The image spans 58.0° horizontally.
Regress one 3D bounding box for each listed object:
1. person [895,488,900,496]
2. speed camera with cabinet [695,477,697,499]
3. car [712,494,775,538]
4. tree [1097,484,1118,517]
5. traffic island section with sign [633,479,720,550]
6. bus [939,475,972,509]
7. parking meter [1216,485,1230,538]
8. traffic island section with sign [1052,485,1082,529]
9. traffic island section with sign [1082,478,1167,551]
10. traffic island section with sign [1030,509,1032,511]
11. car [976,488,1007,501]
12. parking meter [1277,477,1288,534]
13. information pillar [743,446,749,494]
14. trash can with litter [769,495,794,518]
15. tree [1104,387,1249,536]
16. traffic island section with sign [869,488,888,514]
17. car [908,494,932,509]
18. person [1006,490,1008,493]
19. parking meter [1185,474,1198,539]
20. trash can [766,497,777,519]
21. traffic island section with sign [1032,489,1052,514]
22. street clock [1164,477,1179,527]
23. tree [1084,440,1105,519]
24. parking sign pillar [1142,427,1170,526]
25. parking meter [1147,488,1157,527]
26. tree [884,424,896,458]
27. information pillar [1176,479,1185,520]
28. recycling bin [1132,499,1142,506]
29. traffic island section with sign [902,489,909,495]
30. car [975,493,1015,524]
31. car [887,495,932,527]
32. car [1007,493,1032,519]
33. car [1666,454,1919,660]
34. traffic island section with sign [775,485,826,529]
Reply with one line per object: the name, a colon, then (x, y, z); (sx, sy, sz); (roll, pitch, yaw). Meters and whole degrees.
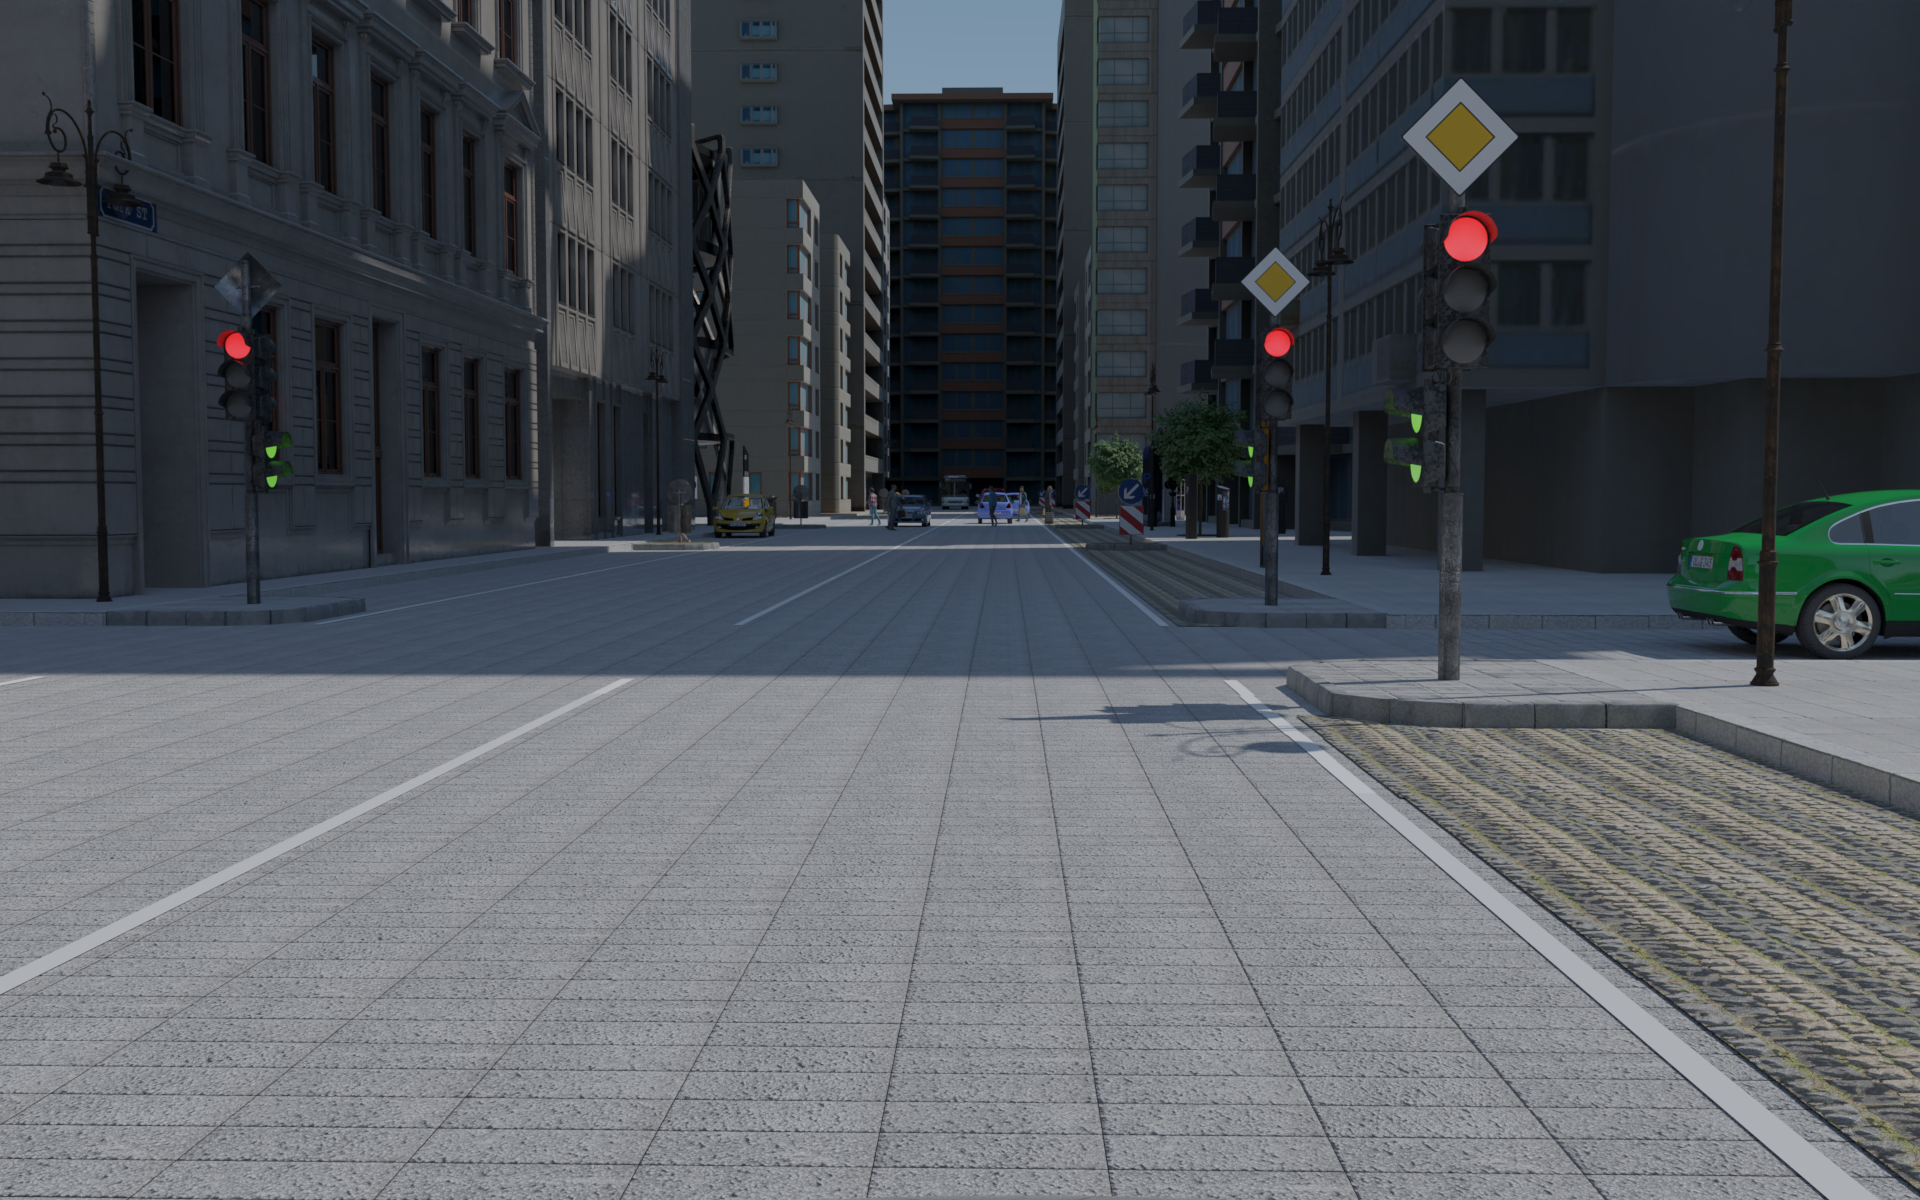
person: (-4.428, -6.828, 120.151); (1.348, 1.823, 0.705); (-1, 4, -12)
speed camera with cabinet: (-13.832, -5.536, 84.845); (0.660, 3.252, 2.038); (3, 5, 41)
car: (-7.179, -2.909, 57.793); (2.015, 1.641, 3.980); (0, 3, 0)
tree: (8.307, -6.363, 98.640); (1.663, 3.219, 1.824); (0, 3, 0)
traffic island section with sign: (-7.320, -2.225, 45.000); (1.989, 1.847, 2.006); (0, 4, 1)
bus: (-0.441, -10.334, 163.821); (2.948, 3.499, 13.247); (0, 4, 0)
parking meter: (7.719, -2.595, 50.844); (0.372, 1.533, 0.369); (0, 3, 0)
traffic island section with sign: (4.960, -3.878, 72.032); (1.989, 1.847, 2.006); (0, 4, 1)
traffic island section with sign: (4.241, -2.197, 44.547); (1.989, 1.847, 2.006); (0, 4, 1)
traffic island section with sign: (6.949, -8.562, 148.623); (1.989, 1.847, 2.006); (0, 4, 1)
car: (2.161, -6.273, 111.233); (2.281, 1.827, 5.304); (0, 4, 0)
parking meter: (10.347, -3.063, 55.795); (0.399, 1.863, 0.255); (1, 4, 13)
information pillar: (-10.374, -5.659, 83.884); (0.183, 3.616, 0.504); (1, 4, 19)
trash can with litter: (-9.893, -5.037, 93.404); (2.233, 1.210, 1.678); (3, 4, 38)
tree: (7.311, -4.247, 53.154); (4.285, 4.588, 4.351); (0, 3, 0)
traffic island section with sign: (-5.319, -6.933, 121.985); (1.989, 1.847, 2.006); (0, 4, 1)
car: (-2.689, -5.832, 105.139); (2.009, 1.686, 4.222); (0, 4, 1)
person: (4.028, -8.548, 148.284); (1.348, 1.821, 0.705); (2, 4, 34)
parking meter: (6.614, -2.676, 49.468); (0.255, 1.863, 0.399); (-1, 4, -9)
trash can: (-9.284, -4.471, 84.749); (0.748, 1.137, 0.748); (0, 3, 0)
traffic island section with sign: (6.243, -6.914, 121.677); (1.989, 1.847, 2.006); (0, 4, 1)
street clock: (8.309, -3.855, 67.604); (0.471, 2.002, 0.358); (0, 4, -6)
tree: (8.134, -6.496, 89.928); (4.285, 4.588, 4.351); (0, 3, 0)
parking sign pillar: (7.710, -4.950, 69.403); (1.447, 3.967, 1.447); (2, 4, 25)
parking meter: (7.508, -3.620, 67.594); (0.372, 1.533, 0.369); (0, 3, 0)
tree: (-7.927, -12.526, 155.160); (4.360, 8.622, 3.978); (0, 3, 0)
information pillar: (10.962, -4.992, 86.108); (0.304, 2.012, 0.304); (3, 5, 44)
recycling bin: (8.325, -4.168, 80.703); (0.722, 1.027, 0.722); (0, 4, 6)
traffic island section with sign: (-4.631, -8.581, 148.931); (1.989, 1.847, 2.006); (0, 4, 1)
car: (1.702, -4.580, 84.467); (1.945, 1.707, 3.694); (0, 4, 0)
car: (-2.237, -3.987, 77.187); (2.014, 1.417, 4.499); (0, 4, 2)
car: (3.229, -5.600, 101.150); (1.945, 1.707, 3.694); (0, 4, 3)
car: (8.959, -0.420, 15.657); (4.718, 1.807, 1.959); (0, 4, 2)
traffic island section with sign: (-6.609, -3.884, 72.139); (1.989, 1.847, 2.006); (0, 4, 1)
